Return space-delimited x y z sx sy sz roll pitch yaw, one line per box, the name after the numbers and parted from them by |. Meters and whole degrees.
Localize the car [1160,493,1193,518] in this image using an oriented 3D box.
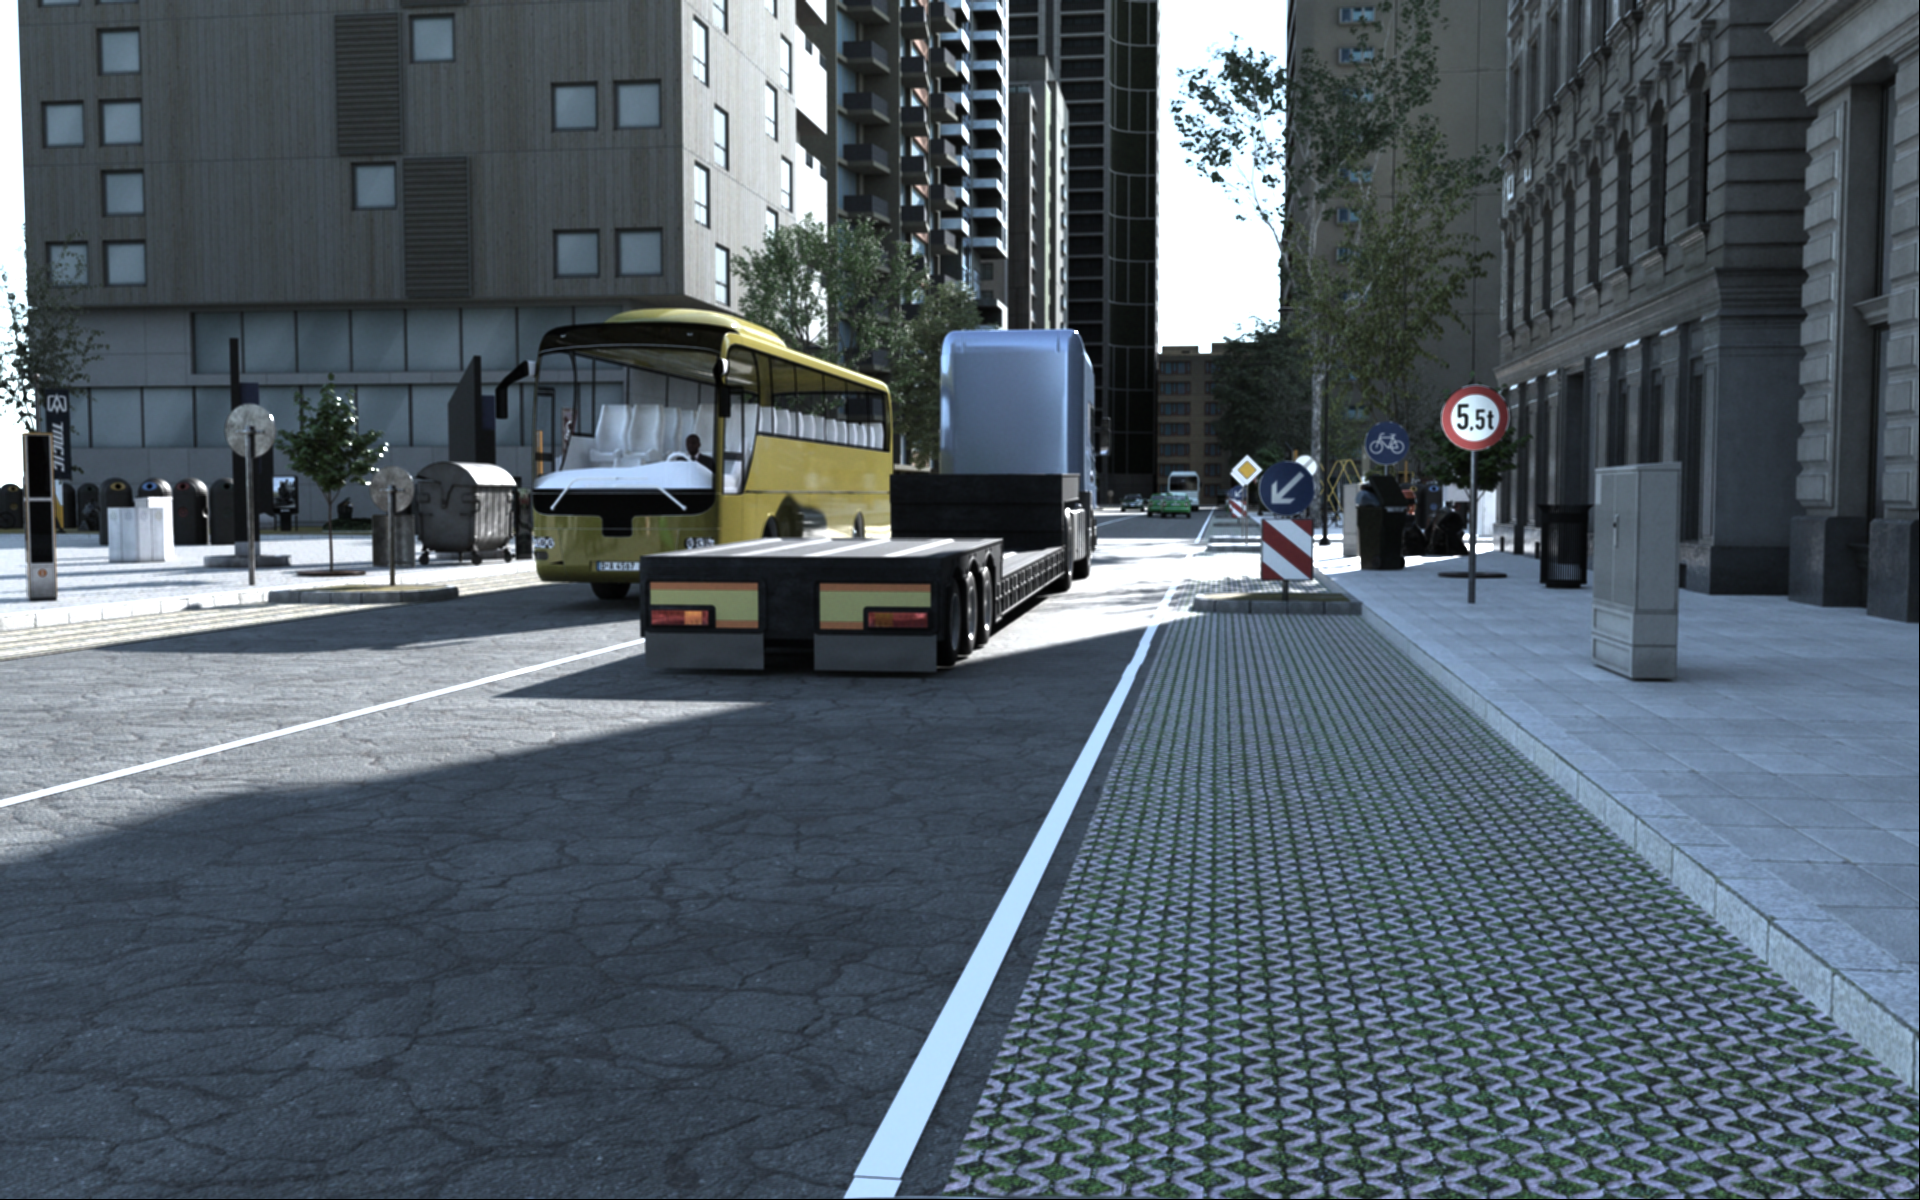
13.034 -5.849 104.421 1.959 1.807 4.718 0 4 8 | car

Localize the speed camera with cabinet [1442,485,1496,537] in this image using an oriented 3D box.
15.651 -3.542 52.249 2.038 3.252 0.660 0 4 -1 | speed camera with cabinet

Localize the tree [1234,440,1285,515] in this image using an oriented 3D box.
19.113 -7.444 105.423 4.285 4.588 4.351 0 3 0 | tree

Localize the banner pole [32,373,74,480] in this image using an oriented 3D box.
-18.980 -2.822 36.155 0.863 3.779 0.401 -3 5 -41 | banner pole

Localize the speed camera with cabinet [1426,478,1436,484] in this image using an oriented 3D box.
34.061 -7.867 122.962 2.038 3.252 0.660 -2 4 -26 | speed camera with cabinet

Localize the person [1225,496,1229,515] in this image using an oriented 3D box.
17.418 -6.123 112.862 0.306 1.304 0.590 2 4 25 | person

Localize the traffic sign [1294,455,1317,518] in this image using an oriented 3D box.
11.238 -3.448 56.473 0.768 2.556 0.104 1 4 13 | traffic sign

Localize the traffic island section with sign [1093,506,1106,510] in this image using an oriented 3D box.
11.742 -8.895 154.065 1.989 1.847 2.006 1 4 9 | traffic island section with sign

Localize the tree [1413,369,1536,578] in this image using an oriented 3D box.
7.965 -1.978 26.944 1.663 3.219 1.824 0 3 0 | tree

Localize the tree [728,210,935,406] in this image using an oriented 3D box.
-4.999 -8.360 62.435 9.928 11.665 9.643 0 3 0 | tree

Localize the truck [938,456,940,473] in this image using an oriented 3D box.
1.212 -4.501 62.509 2.839 4.237 11.283 0 4 7 | truck

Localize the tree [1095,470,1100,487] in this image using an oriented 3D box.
13.466 -12.467 187.553 4.285 4.588 4.351 0 3 0 | tree

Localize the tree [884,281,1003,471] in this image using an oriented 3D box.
-0.699 -10.678 92.715 7.486 12.596 7.792 0 3 0 | tree

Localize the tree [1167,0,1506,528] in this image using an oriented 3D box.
14.417 -12.684 63.278 12.611 20.169 13.585 0 3 0 | tree

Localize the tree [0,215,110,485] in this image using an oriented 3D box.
-24.201 -5.799 45.170 4.360 8.622 3.978 0 3 0 | tree

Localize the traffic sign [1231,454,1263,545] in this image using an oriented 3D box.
7.233 -2.449 43.681 0.795 2.450 0.064 1 4 9 | traffic sign

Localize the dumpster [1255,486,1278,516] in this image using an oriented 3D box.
18.191 -6.096 102.170 1.502 2.255 1.985 1 4 9 | dumpster

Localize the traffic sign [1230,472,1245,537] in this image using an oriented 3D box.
8.423 -2.932 51.577 0.795 2.450 0.064 1 4 9 | traffic sign

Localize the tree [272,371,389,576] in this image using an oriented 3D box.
-9.830 -2.004 27.369 1.663 3.219 1.824 0 3 0 | tree

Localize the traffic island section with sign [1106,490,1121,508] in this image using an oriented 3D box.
15.759 -10.526 180.721 1.989 1.847 2.006 1 4 9 | traffic island section with sign

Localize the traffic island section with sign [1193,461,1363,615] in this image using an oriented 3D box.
3.905 -0.784 21.441 1.989 1.847 2.006 1 4 9 | traffic island section with sign

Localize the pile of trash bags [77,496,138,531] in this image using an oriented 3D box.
-29.193 -3.106 60.531 3.447 1.369 1.912 2 4 33 | pile of trash bags

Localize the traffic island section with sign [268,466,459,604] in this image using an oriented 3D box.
-7.944 -0.908 23.471 1.989 1.847 2.006 1 4 9 | traffic island section with sign

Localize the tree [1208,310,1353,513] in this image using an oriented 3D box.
21.910 -13.044 119.917 9.857 13.997 8.962 0 3 0 | tree

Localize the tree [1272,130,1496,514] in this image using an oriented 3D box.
8.458 -5.144 34.466 4.737 8.622 4.395 0 3 0 | tree

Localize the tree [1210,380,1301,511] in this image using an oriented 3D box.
22.801 -11.980 130.291 8.767 10.594 7.601 1 4 18 | tree

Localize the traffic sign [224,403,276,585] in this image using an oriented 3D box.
-9.974 -1.481 24.326 0.768 2.556 0.104 1 4 9 | traffic sign

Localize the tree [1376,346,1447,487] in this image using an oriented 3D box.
22.385 -8.243 85.133 4.360 8.622 3.978 0 3 0 | tree

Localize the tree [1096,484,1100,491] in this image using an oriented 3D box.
13.705 -11.517 182.905 1.663 3.219 1.824 0 3 0 | tree

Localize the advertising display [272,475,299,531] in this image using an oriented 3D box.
-23.430 -3.360 60.143 0.974 1.923 0.123 1 4 15 | advertising display

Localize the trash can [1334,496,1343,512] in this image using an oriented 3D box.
27.363 -6.933 125.002 0.748 1.137 0.748 0 3 0 | trash can

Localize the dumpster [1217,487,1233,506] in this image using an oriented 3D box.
30.532 -11.897 199.460 1.985 2.255 1.502 0 4 7 | dumpster

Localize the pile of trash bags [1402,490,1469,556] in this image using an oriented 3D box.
9.854 -1.701 37.572 1.912 1.369 3.447 0 4 6 | pile of trash bags

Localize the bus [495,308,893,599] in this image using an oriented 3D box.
-3.339 -2.151 26.717 2.896 3.916 12.252 0 4 8 | bus

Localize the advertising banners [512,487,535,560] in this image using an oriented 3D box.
-8.244 -2.345 34.535 0.090 3.025 2.074 2 4 25 | advertising banners

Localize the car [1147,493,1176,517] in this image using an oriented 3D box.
12.797 -6.174 109.738 1.959 1.807 4.718 0 4 8 | car

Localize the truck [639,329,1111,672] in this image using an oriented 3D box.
0.006 -2.014 22.692 2.967 4.110 18.799 1 4 8 | truck

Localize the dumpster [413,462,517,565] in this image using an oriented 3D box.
-9.101 -1.598 31.881 1.264 1.857 1.865 1 4 8 | dumpster

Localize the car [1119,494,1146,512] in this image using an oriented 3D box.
13.947 -7.819 139.642 2.131 1.459 4.920 0 4 7 | car

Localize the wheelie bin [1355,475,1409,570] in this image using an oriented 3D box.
7.130 -1.317 29.436 0.980 1.594 0.693 -2 4 -35 | wheelie bin

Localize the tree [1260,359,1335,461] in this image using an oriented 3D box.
18.320 -8.877 95.495 4.360 8.622 3.978 0 3 0 | tree

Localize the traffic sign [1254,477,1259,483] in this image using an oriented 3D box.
19.487 -6.882 112.628 0.768 2.556 0.104 1 4 18 | traffic sign

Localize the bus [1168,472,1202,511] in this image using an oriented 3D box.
19.229 -9.396 148.492 2.948 3.499 13.247 0 4 8 | bus

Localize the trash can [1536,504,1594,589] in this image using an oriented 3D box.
8.257 -0.735 23.677 0.748 1.137 0.748 0 3 0 | trash can
